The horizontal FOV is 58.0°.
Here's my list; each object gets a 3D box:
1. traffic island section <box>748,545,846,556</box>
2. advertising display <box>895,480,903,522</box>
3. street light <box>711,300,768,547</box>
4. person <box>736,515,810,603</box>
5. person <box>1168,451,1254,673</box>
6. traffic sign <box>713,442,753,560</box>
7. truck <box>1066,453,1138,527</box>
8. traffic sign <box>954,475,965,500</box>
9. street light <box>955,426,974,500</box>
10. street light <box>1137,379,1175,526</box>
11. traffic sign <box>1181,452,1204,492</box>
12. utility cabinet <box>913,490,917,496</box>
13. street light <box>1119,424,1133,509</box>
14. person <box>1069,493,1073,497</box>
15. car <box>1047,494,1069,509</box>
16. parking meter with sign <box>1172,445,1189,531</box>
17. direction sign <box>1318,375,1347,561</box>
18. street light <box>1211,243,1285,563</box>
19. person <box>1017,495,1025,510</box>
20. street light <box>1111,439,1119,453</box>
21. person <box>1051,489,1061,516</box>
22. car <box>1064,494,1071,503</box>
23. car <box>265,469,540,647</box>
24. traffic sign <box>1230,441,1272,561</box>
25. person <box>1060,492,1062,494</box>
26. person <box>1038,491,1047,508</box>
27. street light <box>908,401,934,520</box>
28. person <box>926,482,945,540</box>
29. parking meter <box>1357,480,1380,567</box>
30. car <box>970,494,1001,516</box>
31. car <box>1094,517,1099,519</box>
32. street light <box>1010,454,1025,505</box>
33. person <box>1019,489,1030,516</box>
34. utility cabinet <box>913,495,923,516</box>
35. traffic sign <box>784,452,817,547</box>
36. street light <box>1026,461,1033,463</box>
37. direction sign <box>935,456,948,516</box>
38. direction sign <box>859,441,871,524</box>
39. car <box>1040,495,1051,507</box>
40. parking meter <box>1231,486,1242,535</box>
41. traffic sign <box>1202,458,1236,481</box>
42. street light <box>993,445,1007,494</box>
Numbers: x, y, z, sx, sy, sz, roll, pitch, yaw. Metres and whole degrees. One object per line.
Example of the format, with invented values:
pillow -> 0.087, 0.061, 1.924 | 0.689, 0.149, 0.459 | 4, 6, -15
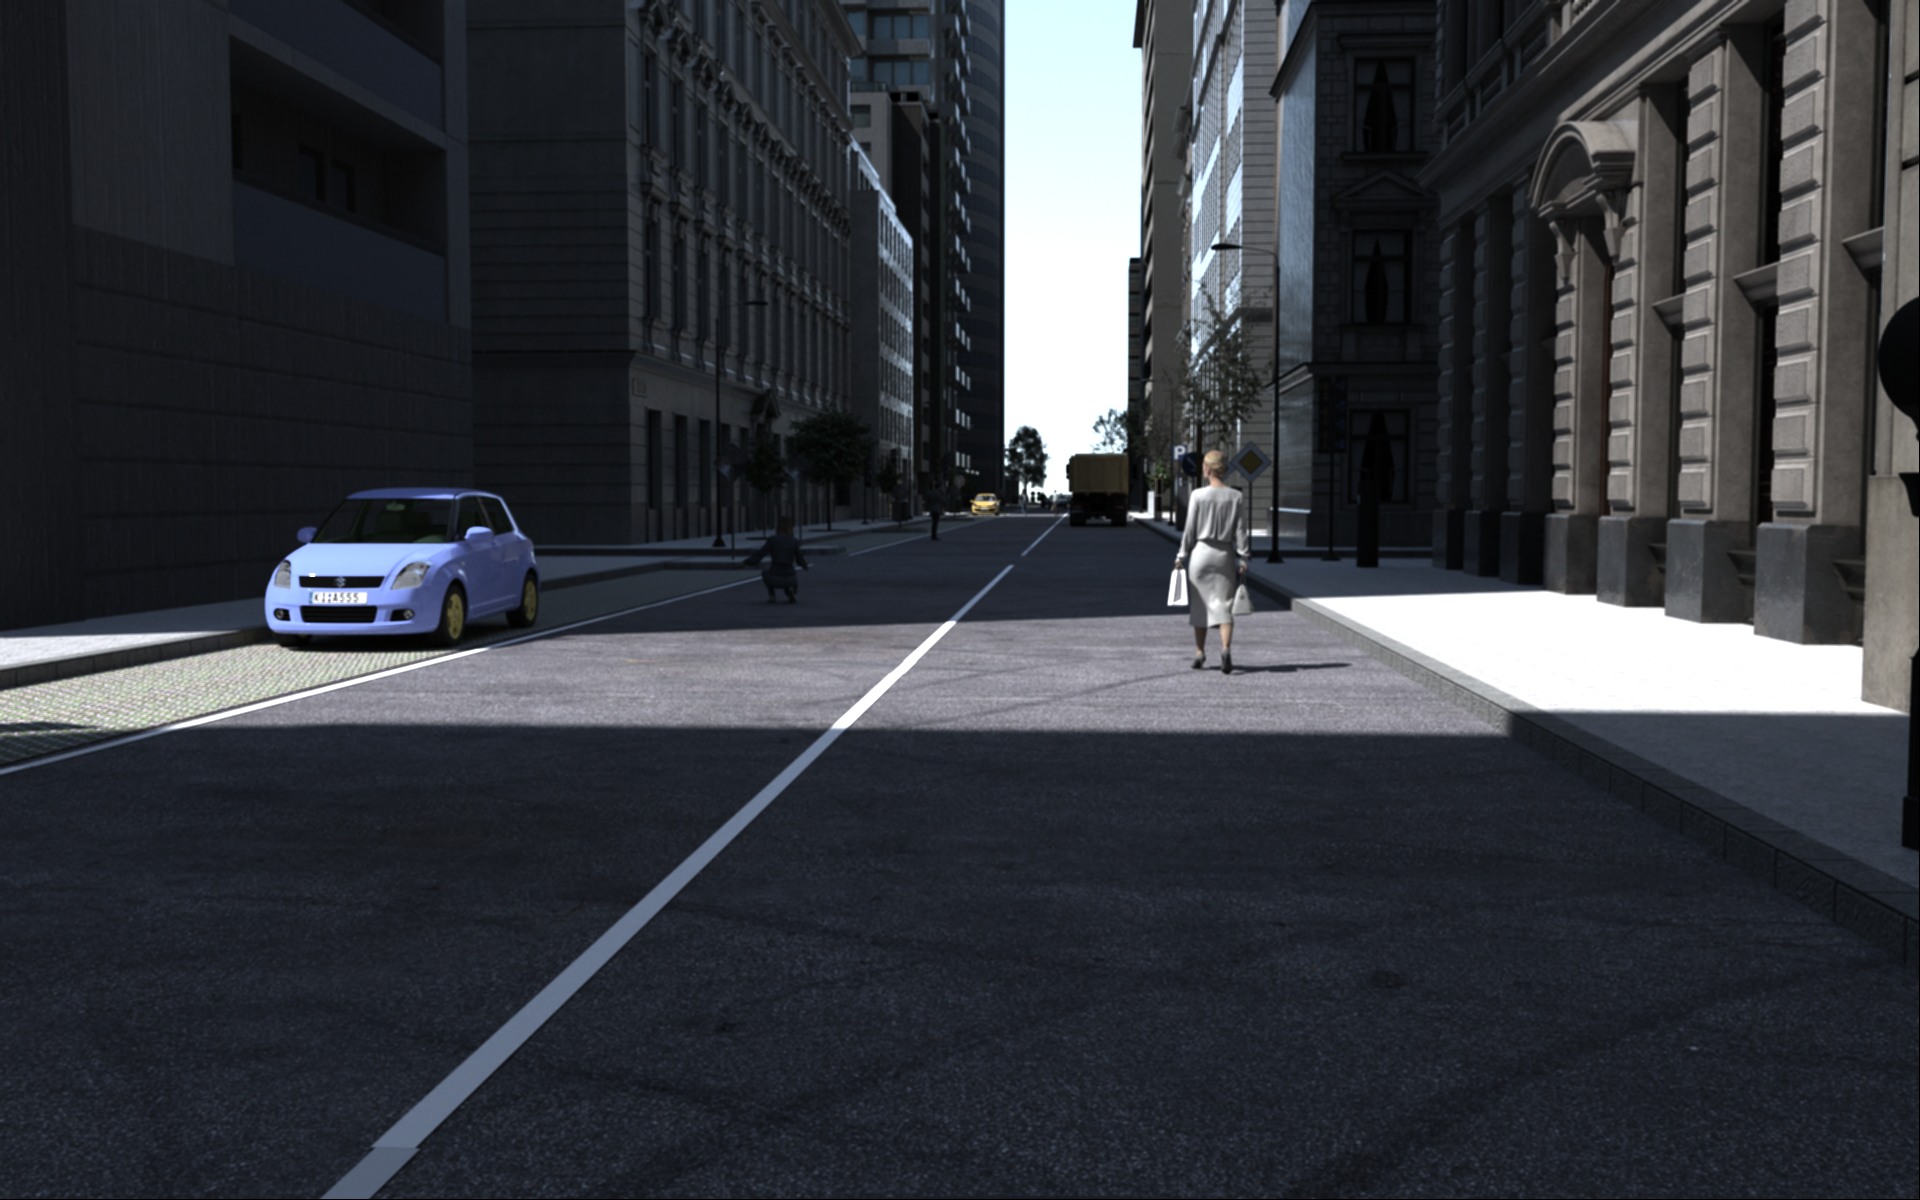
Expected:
traffic island section -> -3.869, -1.194, 41.808 | 2.009, 0.180, 2.903 | 0, 4, 4
advertising display -> -2.776, -4.495, 78.702 | 0.123, 1.923, 0.974 | 1, 4, 15
street light -> -5.289, -4.228, 41.668 | 1.470, 5.913, 1.316 | 0, 4, 4
person -> -2.465, -0.549, 22.968 | 1.012, 1.151, 0.738 | -1, 4, -11
person -> 2.014, -0.311, 13.933 | 0.694, 1.780, 0.624 | 1, 4, 11
traffic sign -> -4.431, -1.843, 33.781 | 0.795, 2.450, 0.064 | 0, 4, 4
truck -> 6.483, -5.155, 80.209 | 3.469, 3.379, 9.791 | 0, 4, 6
traffic sign -> -0.029, -7.126, 116.614 | 0.768, 2.556, 0.104 | 1, 4, 11
street light -> 0.260, -8.898, 118.025 | 1.470, 5.913, 1.316 | 0, 4, 4
street light -> 8.023, -5.964, 70.046 | 1.470, 5.913, 1.316 | 0, 4, 4
traffic sign -> 7.047, -3.186, 52.195 | 0.768, 2.556, 0.104 | 1, 4, 9
utility cabinet -> -3.188, -5.917, 105.422 | 1.173, 1.500, 0.318 | -1, 4, -10
street light -> 11.542, -8.736, 115.368 | 1.470, 5.913, 1.316 | 0, 4, 4
person -> 13.377, -11.964, 204.066 | 1.348, 1.831, 0.705 | 1, 4, 22
car -> 9.557, -9.639, 169.389 | 2.131, 1.459, 4.920 | 0, 4, 4
parking meter with sign -> 7.724, -3.927, 60.473 | 0.543, 3.016, 1.738 | 0, 4, 3
direction sign -> 7.155, -2.527, 33.318 | 0.379, 3.537, 0.876 | -2, 4, -23
street light -> 5.343, -3.649, 32.201 | 1.470, 5.913, 1.316 | 0, 4, 4
person -> 5.680, -9.023, 156.731 | 1.217, 1.736, 0.721 | 0, 4, -1
street light -> 13.729, -10.611, 146.025 | 1.470, 5.913, 1.316 | 0, 4, 4
person -> 6.231, -6.332, 112.515 | 0.515, 1.767, 0.782 | -1, 4, -8
car -> 14.193, -13.667, 232.252 | 1.959, 1.807, 4.718 | 0, 4, 5
car -> -5.472, -0.469, 17.260 | 1.945, 1.707, 3.694 | 0, 4, 3
traffic sign -> 5.535, -1.797, 33.029 | 0.795, 2.450, 0.064 | 0, 4, 4
person -> 14.400, -14.592, 247.167 | 1.348, 1.812, 0.705 | -2, 4, -31
person -> 8.409, -10.203, 175.867 | 0.990, 1.755, 0.434 | 1, 4, 23
street light -> -1.998, -7.001, 87.006 | 1.470, 5.913, 1.316 | 0, 4, 4
person -> -0.754, -2.754, 53.711 | 0.473, 1.802, 0.592 | -2, 4, -29
parking meter -> 7.166, -1.346, 30.415 | 0.372, 1.533, 0.369 | 0, 3, 0
car -> 1.722, -6.409, 115.008 | 2.015, 1.641, 3.980 | 0, 4, 3
car -> 8.693, -5.547, 100.917 | 2.015, 1.641, 3.980 | 0, 4, 2
street light -> 6.451, -13.969, 200.939 | 1.470, 5.913, 1.316 | 0, 4, 4
person -> 4.202, -6.413, 113.702 | 0.623, 1.781, 0.721 | -1, 4, -22
utility cabinet -> -2.474, -5.517, 101.364 | 0.306, 1.237, 1.020 | -1, 4, -16
traffic sign -> -3.845, -2.330, 41.745 | 0.795, 2.450, 0.064 | 0, 4, 4
street light -> 9.730, -16.742, 246.278 | 1.470, 5.913, 1.316 | 0, 4, 4
direction sign -> -1.112, -6.830, 103.665 | 0.876, 3.537, 0.379 | -2, 4, -27
direction sign -> -4.034, -4.990, 73.576 | 0.379, 3.537, 0.876 | 2, 4, 33
car -> 9.814, -10.897, 190.738 | 1.945, 1.354, 3.894 | 0, 4, 3
parking meter -> 8.754, -2.842, 54.873 | 0.372, 1.533, 0.369 | 0, 3, 0
traffic sign -> 6.121, -2.284, 40.993 | 0.795, 2.450, 0.064 | 0, 4, 4
street light -> 3.733, -11.683, 163.564 | 1.470, 5.913, 1.316 | 0, 4, 4
